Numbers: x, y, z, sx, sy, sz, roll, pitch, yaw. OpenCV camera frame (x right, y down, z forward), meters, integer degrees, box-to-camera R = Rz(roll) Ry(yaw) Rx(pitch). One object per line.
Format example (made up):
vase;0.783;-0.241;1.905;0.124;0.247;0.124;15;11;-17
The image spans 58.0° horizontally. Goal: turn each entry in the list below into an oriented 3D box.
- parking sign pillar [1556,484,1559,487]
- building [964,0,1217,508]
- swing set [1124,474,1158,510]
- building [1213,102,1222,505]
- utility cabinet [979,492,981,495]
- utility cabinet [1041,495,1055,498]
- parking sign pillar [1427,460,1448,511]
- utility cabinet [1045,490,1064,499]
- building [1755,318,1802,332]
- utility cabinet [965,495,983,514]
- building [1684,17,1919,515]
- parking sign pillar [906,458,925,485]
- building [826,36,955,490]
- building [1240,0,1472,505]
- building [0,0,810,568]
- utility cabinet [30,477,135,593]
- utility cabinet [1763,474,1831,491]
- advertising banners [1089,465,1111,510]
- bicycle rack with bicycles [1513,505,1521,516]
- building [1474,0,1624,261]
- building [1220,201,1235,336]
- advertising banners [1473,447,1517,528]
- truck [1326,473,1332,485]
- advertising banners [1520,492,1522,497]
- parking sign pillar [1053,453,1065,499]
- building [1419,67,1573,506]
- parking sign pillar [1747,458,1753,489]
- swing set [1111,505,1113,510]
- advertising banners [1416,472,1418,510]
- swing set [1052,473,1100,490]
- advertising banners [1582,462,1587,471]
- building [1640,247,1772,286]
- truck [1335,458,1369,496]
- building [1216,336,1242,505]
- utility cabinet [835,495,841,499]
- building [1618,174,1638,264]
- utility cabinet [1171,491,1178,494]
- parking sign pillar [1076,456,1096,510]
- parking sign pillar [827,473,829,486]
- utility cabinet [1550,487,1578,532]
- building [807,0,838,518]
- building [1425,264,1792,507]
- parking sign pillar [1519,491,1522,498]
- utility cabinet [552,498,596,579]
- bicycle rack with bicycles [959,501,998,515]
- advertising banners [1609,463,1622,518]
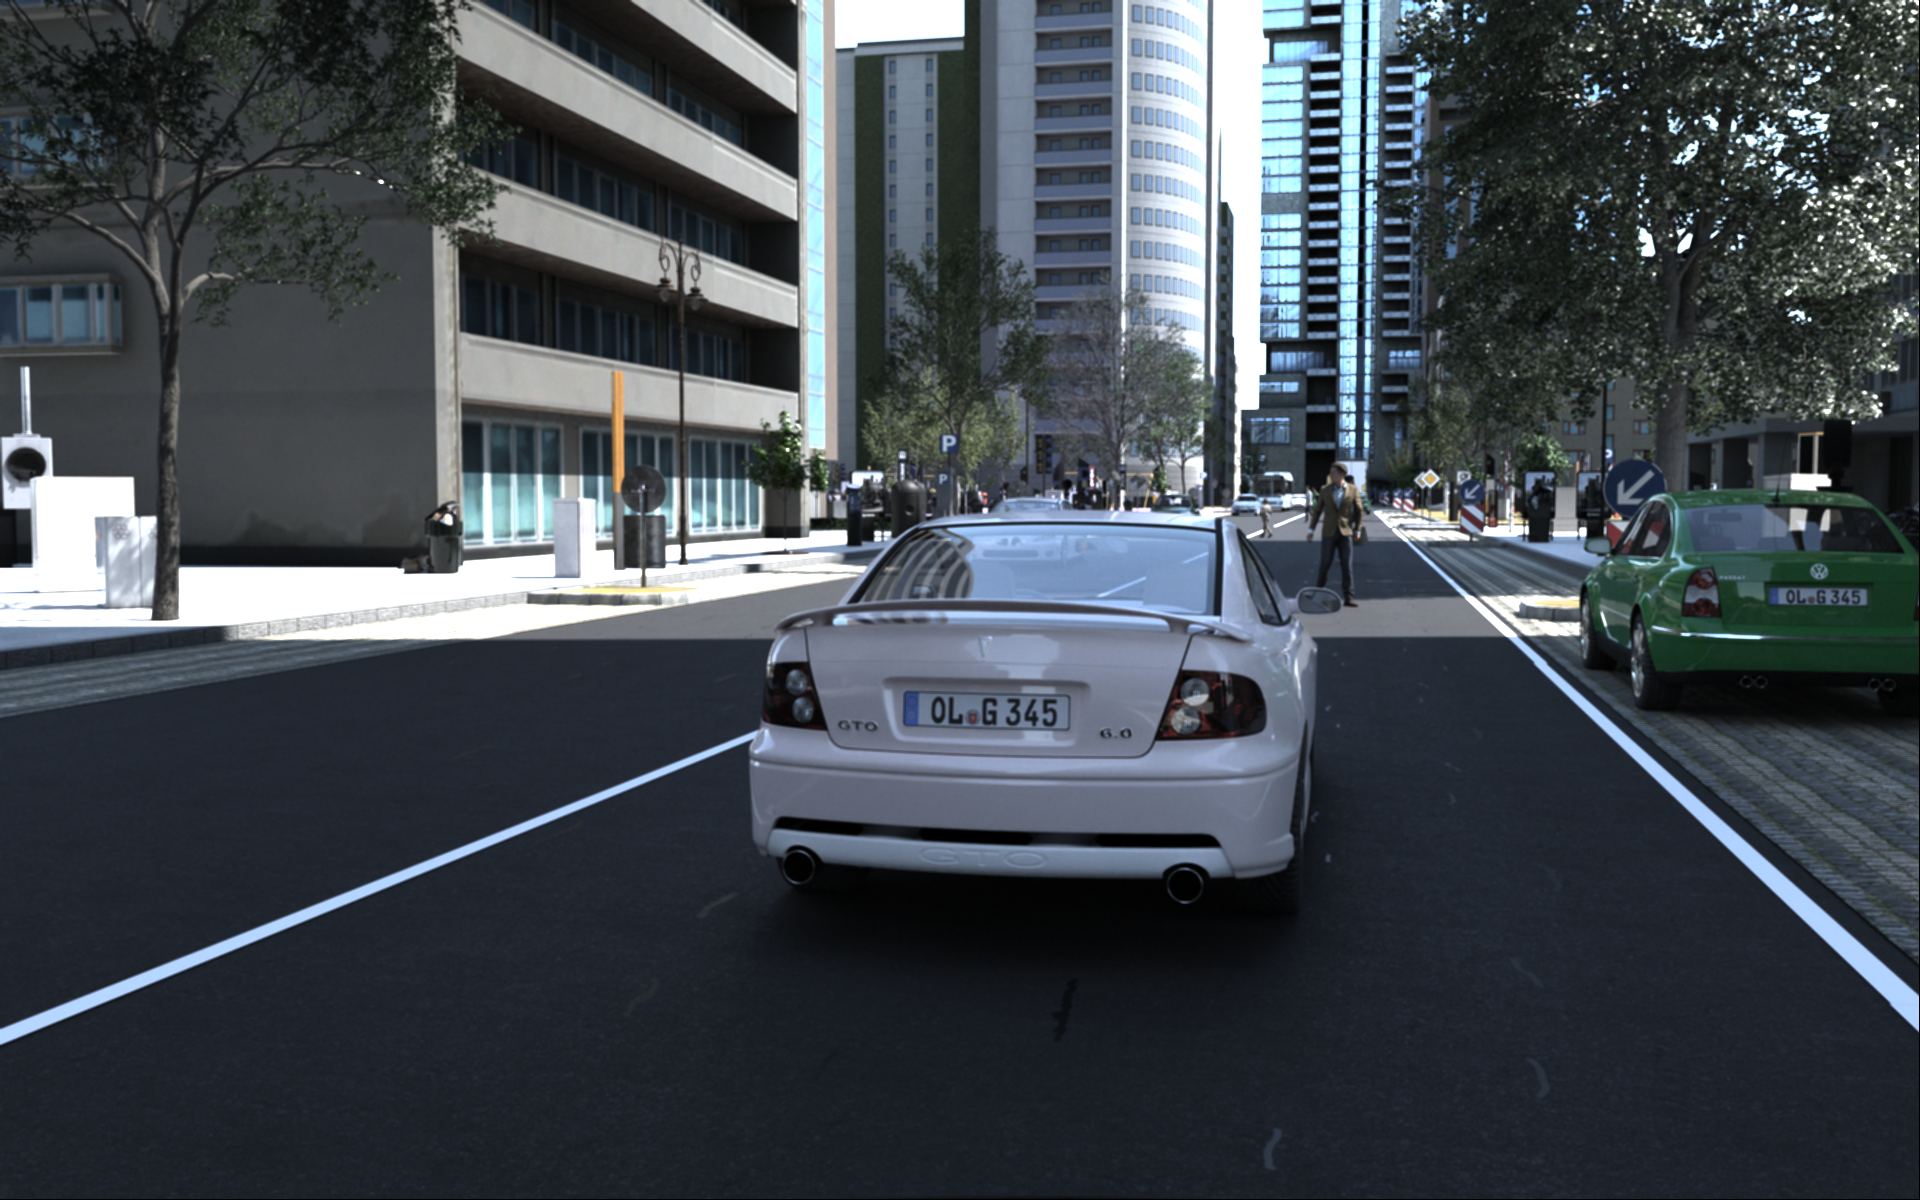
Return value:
parking sign pillar;33.268;-6.710;98.185;1.447;3.967;1.447;-3;4;-39
building;13.262;-38.367;169.305;21.231;58.520;28.212;1;4;13
swing set;13.683;-8.444;135.682;3.119;2.851;2.862;2;4;33
building;21.117;-33.024;190.058;14.600;45.320;14.200;1;4;13
utility cabinet;1.294;-8.830;153.048;1.173;1.500;0.318;-3;4;-36
utility cabinet;4.033;-4.418;83.403;1.020;1.237;0.306;2;4;25
parking sign pillar;35.494;-8.573;128.636;1.447;3.967;1.447;0;4;-1
utility cabinet;5.150;-5.280;95.005;0.318;1.500;1.173;-3;5;-44
building;108.091;-21.423;195.307;28.899;21.520;27.650;1;4;13
utility cabinet;0.940;-6.116;111.162;1.020;1.237;0.306;-1;4;-14
building;35.219;-21.294;40.035;32.217;40.220;23.993;1;4;13
parking sign pillar;-3.366;-8.762;131.737;1.447;3.967;1.447;1;4;22
building;-8.650;-41.720;224.127;28.212;58.520;21.231;1;4;13
building;54.261;-56.901;242.996;31.000;86.520;22.319;1;4;13
building;-17.086;-25.531;41.141;21.300;48.544;21.600;1;4;13
utility cabinet;-11.459;-0.854;22.649;1.173;1.500;0.318;-3;5;-40
utility cabinet;9.340;-0.654;19.376;1.173;1.500;0.318;-3;5;-44
advertising banners;8.564;-6.717;106.011;2.074;3.025;0.090;-3;5;-45
bicycle rack with bicycles;31.745;-5.390;101.504;2.852;0.926;2.925;0;4;1
building;65.054;-54.375;201.701;22.319;86.520;31.000;1;4;13
building;31.274;-34.335;244.968;14.086;41.232;14.154;1;4;13
advertising banners;20.177;-4.244;65.576;0.090;3.025;2.074;-2;4;-27
truck;35.682;-10.118;161.346;3.469;3.379;9.791;1;4;14
advertising banners;37.260;-7.345;116.276;2.074;3.025;0.090;-2;4;-27
parking sign pillar;6.482;-7.656;113.655;1.447;3.967;1.447;1;4;20
building;55.932;-32.523;181.858;14.600;45.320;14.200;1;4;13
parking sign pillar;49.135;-7.340;108.476;1.447;3.967;1.447;0;4;1
swing set;10.285;-8.420;135.288;2.862;2.851;3.119;1;4;16
advertising banners;35.828;-8.545;135.901;0.090;3.025;2.074;1;4;19
swing set;8.438;-7.915;127.025;3.119;2.851;2.862;1;4;21
advertising banners;33.531;-6.015;94.537;0.090;3.025;2.074;-2;4;-26
building;88.747;-26.618;206.905;14.107;30.474;14.160;1;4;13
truck;31.944;-9.318;141.266;2.839;4.237;11.283;1;4;13
building;19.579;-22.698;216.147;28.899;21.520;27.650;1;4;13
utility cabinet;-8.294;-6.336;114.754;1.020;1.237;0.306;-2;4;-29
building;79.983;-37.571;237.980;21.600;48.544;21.300;1;4;13
utility cabinet;18.057;-8.521;148.000;1.173;1.500;0.318;-2;4;-26
parking sign pillar;9.049;-8.276;123.789;1.447;3.967;1.447;1;4;17
parking sign pillar;-11.007;-9.083;136.972;1.447;3.967;1.447;-1;4;-14
utility cabinet;19.820;-2.975;57.322;1.173;1.500;0.318;0;4;-1
building;-13.644;-25.507;67.148;14.200;45.320;14.600;1;4;13
building;58.063;-19.266;160.039;27.650;21.520;28.899;1;4;13
parking sign pillar;46.832;-9.451;142.994;1.447;3.967;1.447;0;4;2
utility cabinet;-5.909;-0.943;26.574;0.306;1.237;1.020;-2;4;-35
bicycle rack with bicycles;1.115;-4.812;92.055;2.852;0.926;2.925;0;4;-4
advertising banners;35.349;-5.929;93.128;2.074;3.025;0.090;-3;5;-40
